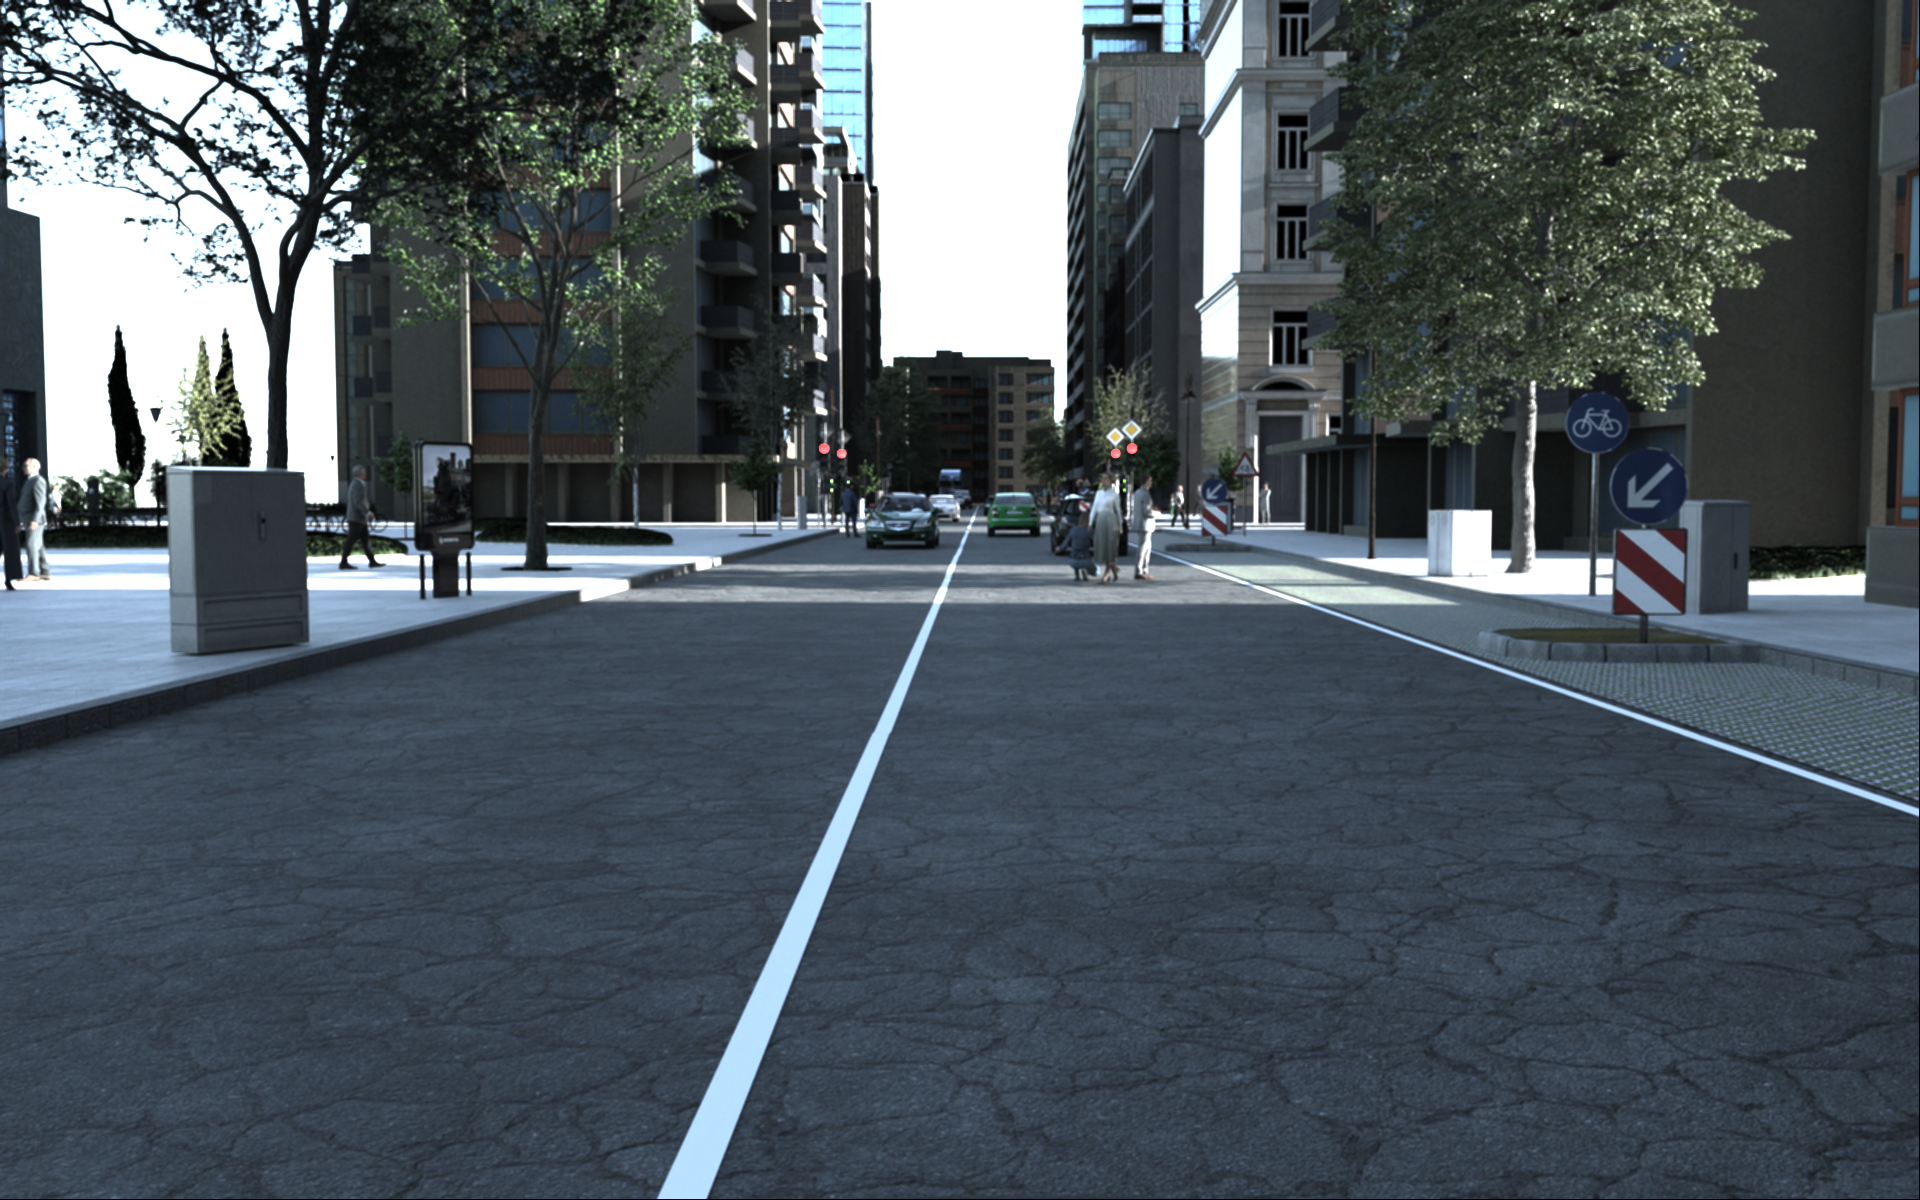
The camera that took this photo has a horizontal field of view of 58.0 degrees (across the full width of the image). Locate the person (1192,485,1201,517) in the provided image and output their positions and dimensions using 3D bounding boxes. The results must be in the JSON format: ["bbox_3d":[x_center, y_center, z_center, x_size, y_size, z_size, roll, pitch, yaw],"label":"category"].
[{"bbox_3d":[13.283,-5.522,96.731,0.834,1.777,0.661,0,4,3],"label":"person"}]

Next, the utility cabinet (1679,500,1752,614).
[{"bbox_3d":[8.207,-0.469,18.830,1.020,1.237,0.306,-3,4,-38],"label":"utility cabinet"}]

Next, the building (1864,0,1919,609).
[{"bbox_3d":[24.370,-9.802,5.306,27.650,21.520,28.899,0,4,1],"label":"building"}]

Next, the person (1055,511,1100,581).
[{"bbox_3d":[1.999,-0.910,28.884,1.012,1.151,0.738,2,4,26],"label":"person"}]

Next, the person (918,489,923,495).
[{"bbox_3d":[-4.115,-10.356,175.233,0.709,1.838,0.599,2,4,29],"label":"person"}]

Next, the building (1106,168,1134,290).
[{"bbox_3d":[19.973,-23.490,155.764,14.160,30.474,14.107,0,4,1],"label":"building"}]

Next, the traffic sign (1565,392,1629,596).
[{"bbox_3d":[7.952,-1.321,21.699,0.768,2.556,0.104,0,4,7],"label":"traffic sign"}]

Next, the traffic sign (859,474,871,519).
[{"bbox_3d":[-4.914,-5.345,89.517,0.606,2.300,0.079,1,4,9],"label":"traffic sign"}]

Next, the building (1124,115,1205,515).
[{"bbox_3d":[19.266,-19.921,119.208,14.314,27.812,24.014,0,4,1],"label":"building"}]

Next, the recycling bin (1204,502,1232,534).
[{"bbox_3d":[8.336,-2.659,56.029,0.722,1.027,0.722,-1,4,-10],"label":"recycling bin"}]

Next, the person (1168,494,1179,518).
[{"bbox_3d":[11.527,-5.083,93.399,0.590,1.304,0.306,2,4,25],"label":"person"}]

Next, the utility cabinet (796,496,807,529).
[{"bbox_3d":[-5.812,-3.215,63.721,0.306,1.237,1.020,-1,4,-11],"label":"utility cabinet"}]

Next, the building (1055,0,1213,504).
[{"bbox_3d":[28.530,-56.923,243.354,31.000,86.520,22.319,0,4,1],"label":"building"}]

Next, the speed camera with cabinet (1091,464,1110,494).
[{"bbox_3d":[9.229,-7.249,112.854,0.660,3.252,2.038,-2,4,-25],"label":"speed camera with cabinet"}]

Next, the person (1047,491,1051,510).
[{"bbox_3d":[8.119,-9.081,157.886,0.530,1.710,0.541,3,5,41],"label":"person"}]

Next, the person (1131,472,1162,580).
[{"bbox_3d":[3.173,-1.247,29.091,0.583,1.804,0.606,-1,4,-18],"label":"person"}]

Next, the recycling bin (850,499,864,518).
[{"bbox_3d":[-5.556,-4.913,92.888,0.722,1.027,0.722,1,4,10],"label":"recycling bin"}]

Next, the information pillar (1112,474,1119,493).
[{"bbox_3d":[8.687,-6.455,96.897,0.504,3.616,0.183,-3,4,-39],"label":"information pillar"}]

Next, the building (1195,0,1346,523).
[{"bbox_3d":[21.919,-18.090,81.678,20.117,28.700,13.634,0,4,1],"label":"building"}]

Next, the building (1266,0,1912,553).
[{"bbox_3d":[21.476,-23.962,46.399,22.147,44.769,28.867,0,4,1],"label":"building"}]

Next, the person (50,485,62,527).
[{"bbox_3d":[-36.105,-3.687,69.016,0.641,1.798,0.478,-1,4,-22],"label":"person"}]

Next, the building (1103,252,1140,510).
[{"bbox_3d":[18.308,-18.963,139.726,12.332,23.373,15.834,0,4,1],"label":"building"}]

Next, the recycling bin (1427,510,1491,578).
[{"bbox_3d":[7.775,-0.883,26.989,0.722,1.027,0.722,-1,4,-13],"label":"recycling bin"}]

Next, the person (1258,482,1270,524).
[{"bbox_3d":[13.077,-4.176,74.499,0.511,1.800,0.466,2,4,31],"label":"person"}]

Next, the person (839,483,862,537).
[{"bbox_3d":[-3.647,-2.983,57.455,0.721,1.800,0.419,1,4,17],"label":"person"}]

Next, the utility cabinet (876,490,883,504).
[{"bbox_3d":[-4.927,-5.940,105.795,0.318,1.500,1.173,-1,4,-9],"label":"utility cabinet"}]

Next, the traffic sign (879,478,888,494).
[{"bbox_3d":[-4.854,-6.561,109.400,0.606,2.300,0.079,1,4,10],"label":"traffic sign"}]

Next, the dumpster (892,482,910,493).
[{"bbox_3d":[-4.632,-8.057,134.229,1.502,2.255,1.985,0,4,1],"label":"dumpster"}]

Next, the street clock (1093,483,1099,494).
[{"bbox_3d":[8.645,-6.463,110.240,0.358,2.002,0.471,2,4,29],"label":"street clock"}]

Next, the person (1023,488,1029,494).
[{"bbox_3d":[4.245,-6.333,111.899,0.638,1.841,0.748,-1,4,-16],"label":"person"}]

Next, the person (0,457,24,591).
[{"bbox_3d":[-12.704,-1.009,22.959,0.576,1.772,0.534,-1,4,-9],"label":"person"}]

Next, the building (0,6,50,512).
[{"bbox_3d":[-62.748,-47.151,83.589,31.000,86.520,22.319,0,4,1],"label":"building"}]

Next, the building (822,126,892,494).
[{"bbox_3d":[-23.083,-29.517,174.482,32.217,40.220,23.993,0,4,1],"label":"building"}]

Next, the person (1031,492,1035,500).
[{"bbox_3d":[6.091,-8.333,146.548,0.589,1.601,0.330,-2,4,-34],"label":"person"}]

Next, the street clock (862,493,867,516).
[{"bbox_3d":[-5.587,-5.956,101.955,0.358,2.002,0.471,-1,4,-10],"label":"street clock"}]

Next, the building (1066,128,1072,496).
[{"bbox_3d":[23.984,-35.787,208.824,21.300,48.544,21.600,0,4,1],"label":"building"}]

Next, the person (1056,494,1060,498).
[{"bbox_3d":[10.550,-10.767,182.224,1.348,1.807,0.705,-2,4,-23],"label":"person"}]

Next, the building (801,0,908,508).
[{"bbox_3d":[-22.286,-54.819,208.967,31.000,86.520,22.319,0,4,1],"label":"building"}]

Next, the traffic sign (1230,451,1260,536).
[{"bbox_3d":[8.657,-3.220,52.649,0.884,2.594,0.081,1,4,10],"label":"traffic sign"}]

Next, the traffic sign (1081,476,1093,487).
[{"bbox_3d":[9.212,-7.705,125.976,0.884,2.594,0.081,0,4,8],"label":"traffic sign"}]

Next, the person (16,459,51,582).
[{"bbox_3d":[-13.681,-1.174,25.419,0.590,1.801,0.661,-3,5,-39],"label":"person"}]

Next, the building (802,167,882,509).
[{"bbox_3d":[-14.412,-23.476,155.540,14.160,30.474,14.107,0,4,1],"label":"building"}]

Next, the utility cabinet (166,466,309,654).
[{"bbox_3d":[-5.905,-0.340,14.231,0.318,1.500,1.173,2,4,24],"label":"utility cabinet"}]

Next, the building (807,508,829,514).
[{"bbox_3d":[-20.393,-49.729,125.746,22.319,86.520,31.000,0,4,1],"label":"building"}]

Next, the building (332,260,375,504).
[{"bbox_3d":[-68.088,-27.088,214.592,14.107,30.474,14.160,0,4,1],"label":"building"}]

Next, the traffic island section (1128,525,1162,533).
[{"bbox_3d":[6.444,-2.617,65.072,2.009,0.180,2.903,0,4,1],"label":"traffic island section"}]

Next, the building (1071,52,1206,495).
[{"bbox_3d":[23.541,-34.469,187.268,21.300,48.544,21.600,0,4,1],"label":"building"}]

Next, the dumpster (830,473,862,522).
[{"bbox_3d":[-5.336,-4.748,80.128,1.502,2.255,1.985,0,4,1],"label":"dumpster"}]

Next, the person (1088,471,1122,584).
[{"bbox_3d":[2.386,-1.167,27.811,0.641,1.798,0.478,-3,5,-44],"label":"person"}]

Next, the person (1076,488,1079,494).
[{"bbox_3d":[11.603,-10.139,171.453,0.705,1.869,1.348,3,4,36],"label":"person"}]

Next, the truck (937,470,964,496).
[{"bbox_3d":[-0.893,-12.652,196.621,2.967,4.110,18.799,0,4,1],"label":"truck"}]

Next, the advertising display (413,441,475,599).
[{"bbox_3d":[-6.392,-0.995,21.489,0.123,1.923,0.974,2,4,24],"label":"advertising display"}]

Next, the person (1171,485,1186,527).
[{"bbox_3d":[8.866,-3.712,69.595,0.834,1.777,0.661,2,4,28],"label":"person"}]

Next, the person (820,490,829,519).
[{"bbox_3d":[-7.003,-4.925,89.156,0.523,1.515,0.503,0,4,-4],"label":"person"}]

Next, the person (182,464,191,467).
[{"bbox_3d":[-13.647,-1.487,30.453,0.391,1.810,0.635,-1,4,-16],"label":"person"}]

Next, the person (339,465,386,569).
[{"bbox_3d":[-10.242,-1.423,29.702,0.834,1.777,0.661,-2,4,-34],"label":"person"}]

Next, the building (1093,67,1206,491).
[{"bbox_3d":[20.000,-29.719,169.507,14.154,41.232,14.086,0,4,1],"label":"building"}]

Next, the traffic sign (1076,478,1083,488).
[{"bbox_3d":[9.759,-8.592,140.592,0.768,2.556,0.104,1,4,10],"label":"traffic sign"}]

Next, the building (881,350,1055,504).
[{"bbox_3d":[-1.384,-24.655,248.156,28.899,21.520,27.650,0,4,1],"label":"building"}]

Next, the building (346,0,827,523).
[{"bbox_3d":[-18.638,-26.575,89.131,22.147,44.769,28.867,0,4,1],"label":"building"}]
